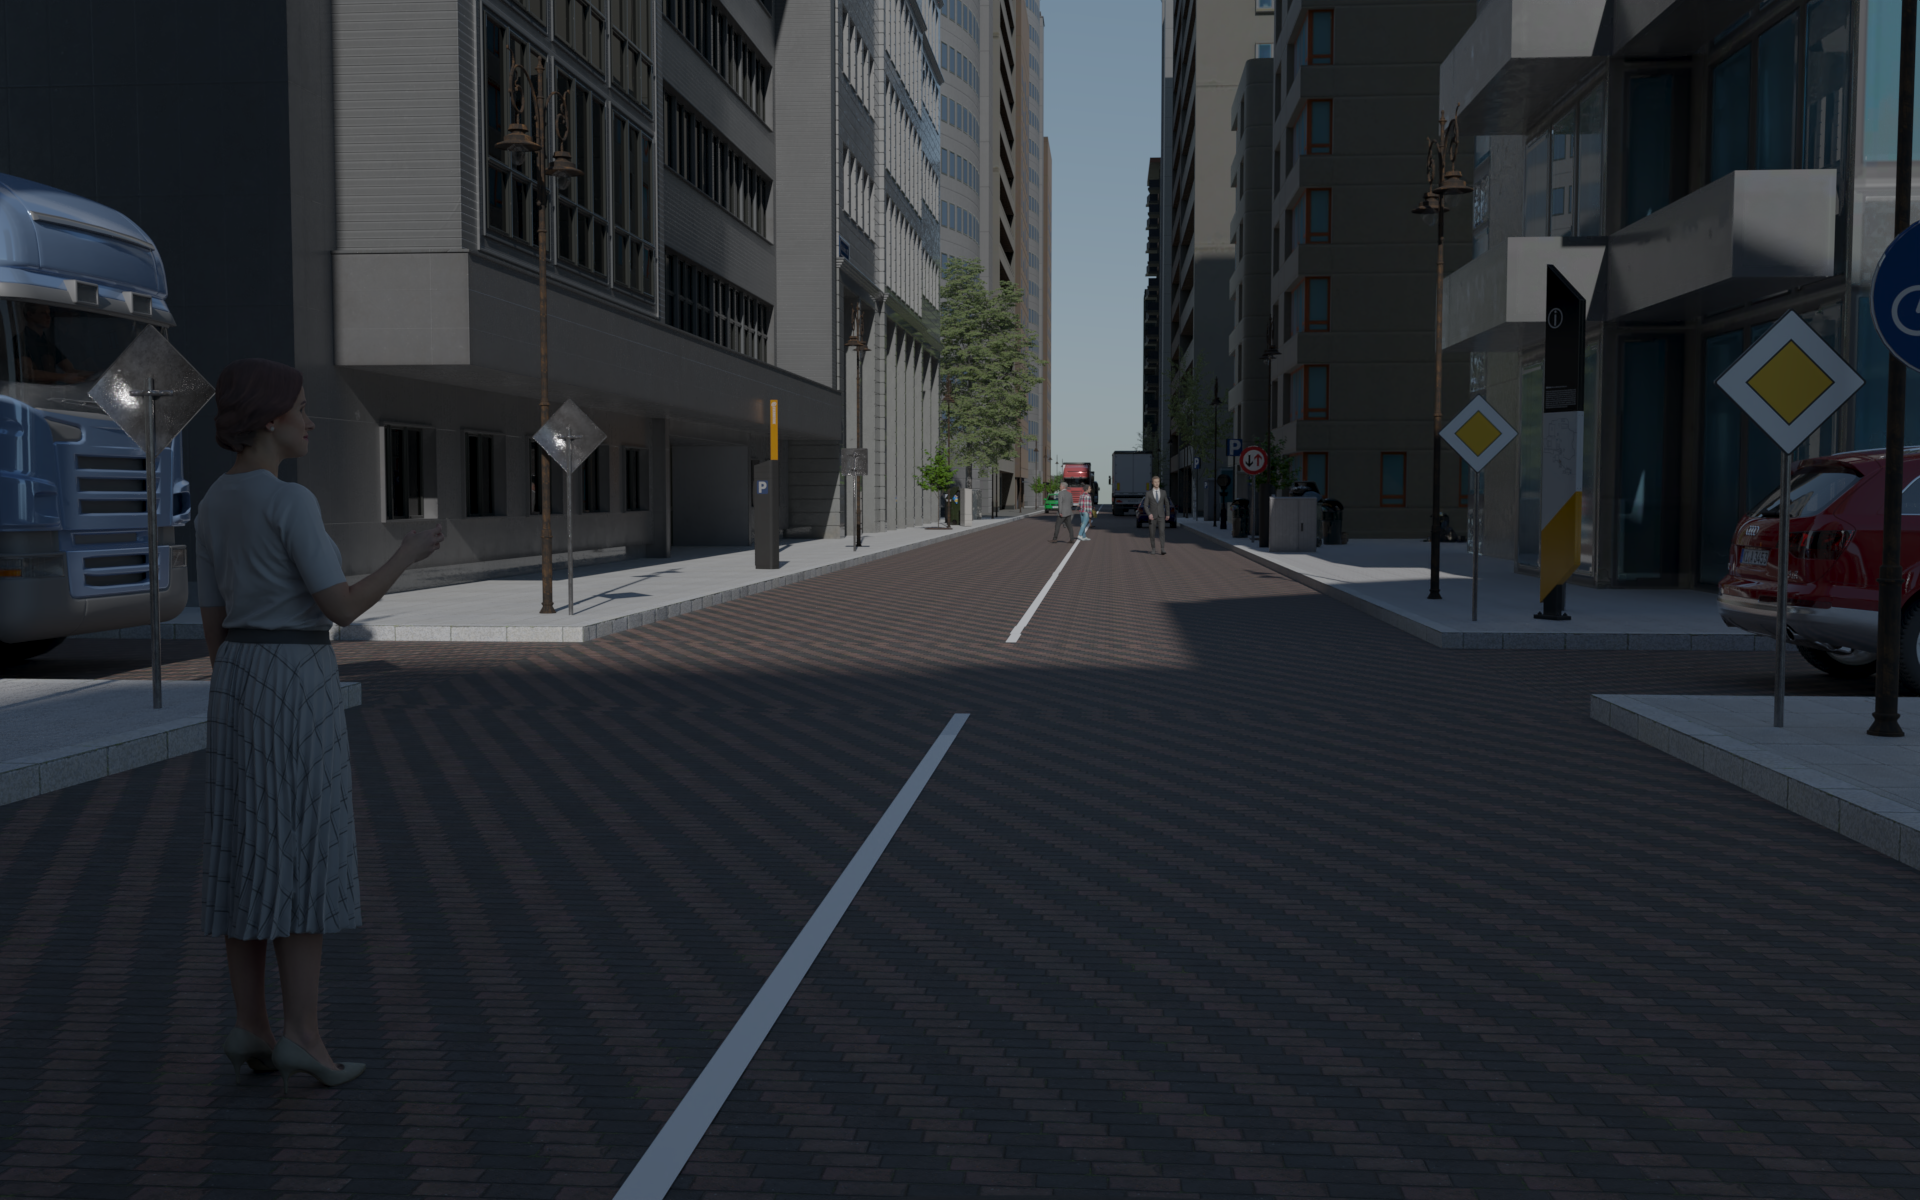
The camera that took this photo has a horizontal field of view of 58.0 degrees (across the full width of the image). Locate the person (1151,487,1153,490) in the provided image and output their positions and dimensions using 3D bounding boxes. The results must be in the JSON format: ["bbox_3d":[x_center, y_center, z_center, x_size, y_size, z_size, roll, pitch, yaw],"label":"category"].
[{"bbox_3d":[9.964,-4.924,89.341,0.374,1.781,0.599,1,4,13],"label":"person"}]

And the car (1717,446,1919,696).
[{"bbox_3d":[8.423,-0.243,12.644,5.304,1.827,2.281,0,4,5],"label":"car"}]

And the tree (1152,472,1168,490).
[{"bbox_3d":[17.060,-9.513,150.146,1.663,3.219,1.824,0,3,0],"label":"tree"}]

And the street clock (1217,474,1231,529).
[{"bbox_3d":[9.574,-3.567,62.883,0.471,2.002,0.358,3,4,38],"label":"street clock"}]

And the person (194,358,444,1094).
[{"bbox_3d":[-1.592,0.295,4.249,0.480,1.755,0.524,2,4,30],"label":"person"}]

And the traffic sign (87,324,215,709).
[{"bbox_3d":[-4.800,-0.407,10.303,0.795,2.450,0.064,0,4,5],"label":"traffic sign"}]

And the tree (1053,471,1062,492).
[{"bbox_3d":[14.199,-16.030,245.805,4.285,4.588,4.351,0,3,0],"label":"tree"}]

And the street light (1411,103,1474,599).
[{"bbox_3d":[5.809,-2.950,21.019,0.468,5.910,1.993,0,4,5],"label":"street light"}]

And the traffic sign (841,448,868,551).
[{"bbox_3d":[-2.357,-2.237,38.703,0.606,2.300,0.079,1,4,10],"label":"traffic sign"}]

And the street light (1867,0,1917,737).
[{"bbox_3d":[4.928,-2.217,9.043,0.468,5.910,1.993,0,4,5],"label":"street light"}]

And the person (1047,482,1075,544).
[{"bbox_3d":[2.965,-2.537,50.371,0.834,1.777,0.661,2,4,34],"label":"person"}]

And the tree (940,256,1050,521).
[{"bbox_3d":[0.406,-10.114,83.492,7.486,12.596,7.792,0,3,0],"label":"tree"}]

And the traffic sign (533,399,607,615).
[{"bbox_3d":[-4.112,-0.894,18.259,0.795,2.450,0.064,0,4,5],"label":"traffic sign"}]

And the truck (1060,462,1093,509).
[{"bbox_3d":[10.479,-10.160,155.030,2.839,4.237,11.283,0,4,4],"label":"truck"}]

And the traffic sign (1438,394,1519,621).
[{"bbox_3d":[5.196,-0.844,17.436,0.795,2.450,0.064,0,4,5],"label":"traffic sign"}]

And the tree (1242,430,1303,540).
[{"bbox_3d":[8.477,-3.274,48.131,1.663,3.219,1.824,0,3,0],"label":"tree"}]

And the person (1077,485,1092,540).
[{"bbox_3d":[3.853,-2.713,53.689,0.643,1.720,0.563,-2,4,-24],"label":"person"}]

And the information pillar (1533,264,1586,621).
[{"bbox_3d":[6.093,-1.601,17.534,0.183,3.616,0.504,-2,4,-24],"label":"information pillar"}]

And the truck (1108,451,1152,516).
[{"bbox_3d":[11.528,-7.837,117.041,2.839,4.237,11.283,0,4,4],"label":"truck"}]

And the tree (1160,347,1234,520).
[{"bbox_3d":[11.909,-8.323,86.437,4.737,8.622,4.395,0,3,0],"label":"tree"}]

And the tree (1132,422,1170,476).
[{"bbox_3d":[19.661,-13.849,176.787,4.360,8.622,3.978,0,3,0],"label":"tree"}]

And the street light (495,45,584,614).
[{"bbox_3d":[-4.436,-2.793,18.458,0.468,5.910,1.993,0,4,5],"label":"street light"}]

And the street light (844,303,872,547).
[{"bbox_3d":[-2.468,-4.232,41.973,0.468,5.910,1.993,0,4,5],"label":"street light"}]

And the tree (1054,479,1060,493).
[{"bbox_3d":[9.917,-11.864,188.583,1.663,3.219,1.824,0,3,0],"label":"tree"}]

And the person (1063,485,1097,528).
[{"bbox_3d":[5.117,-3.980,73.790,1.509,1.804,0.699,-1,4,-8],"label":"person"}]

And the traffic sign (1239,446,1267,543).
[{"bbox_3d":[7.757,-2.794,45.781,0.768,2.556,0.104,1,4,14],"label":"traffic sign"}]

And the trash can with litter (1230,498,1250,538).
[{"bbox_3d":[8.153,-2.415,50.876,0.624,1.170,1.055,0,4,-1],"label":"trash can with litter"}]

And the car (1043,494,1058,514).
[{"bbox_3d":[7.199,-7.326,128.580,1.959,1.807,4.718,0,4,5],"label":"car"}]

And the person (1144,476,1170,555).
[{"bbox_3d":[4.668,-1.993,40.856,0.659,1.850,0.755,0,4,-3],"label":"person"}]

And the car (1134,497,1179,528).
[{"bbox_3d":[8.443,-3.788,74.517,1.945,1.354,3.894,0,4,6],"label":"car"}]

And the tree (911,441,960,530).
[{"bbox_3d":[-0.778,-4.159,62.594,1.663,3.219,1.824,0,3,0],"label":"tree"}]

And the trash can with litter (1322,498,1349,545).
[{"bbox_3d":[9.495,-1.997,44.032,0.624,1.170,1.055,2,4,30],"label":"trash can with litter"}]

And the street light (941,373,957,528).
[{"bbox_3d":[-0.424,-5.708,66.111,0.468,5.910,1.993,0,4,5],"label":"street light"}]

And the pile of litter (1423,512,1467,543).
[{"bbox_3d":[13.047,-1.983,46.379,1.176,0.858,1.719,-1,4,-10],"label":"pile of litter"}]

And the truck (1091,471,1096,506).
[{"bbox_3d":[15.382,-13.799,214.524,2.839,4.237,11.283,0,4,3],"label":"truck"}]

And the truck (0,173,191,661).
[{"bbox_3d":[-15.272,-1.497,14.239,18.799,4.110,2.967,0,4,4],"label":"truck"}]

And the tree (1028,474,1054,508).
[{"bbox_3d":[7.429,-10.310,163.165,1.663,3.219,1.824,0,3,0],"label":"tree"}]

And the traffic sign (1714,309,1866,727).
[{"bbox_3d":[4.508,-0.357,9.481,0.795,2.450,0.064,0,4,5],"label":"traffic sign"}]

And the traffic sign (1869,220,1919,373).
[{"bbox_3d":[4.472,-0.472,7.817,0.768,2.556,0.104,1,4,9],"label":"traffic sign"}]
